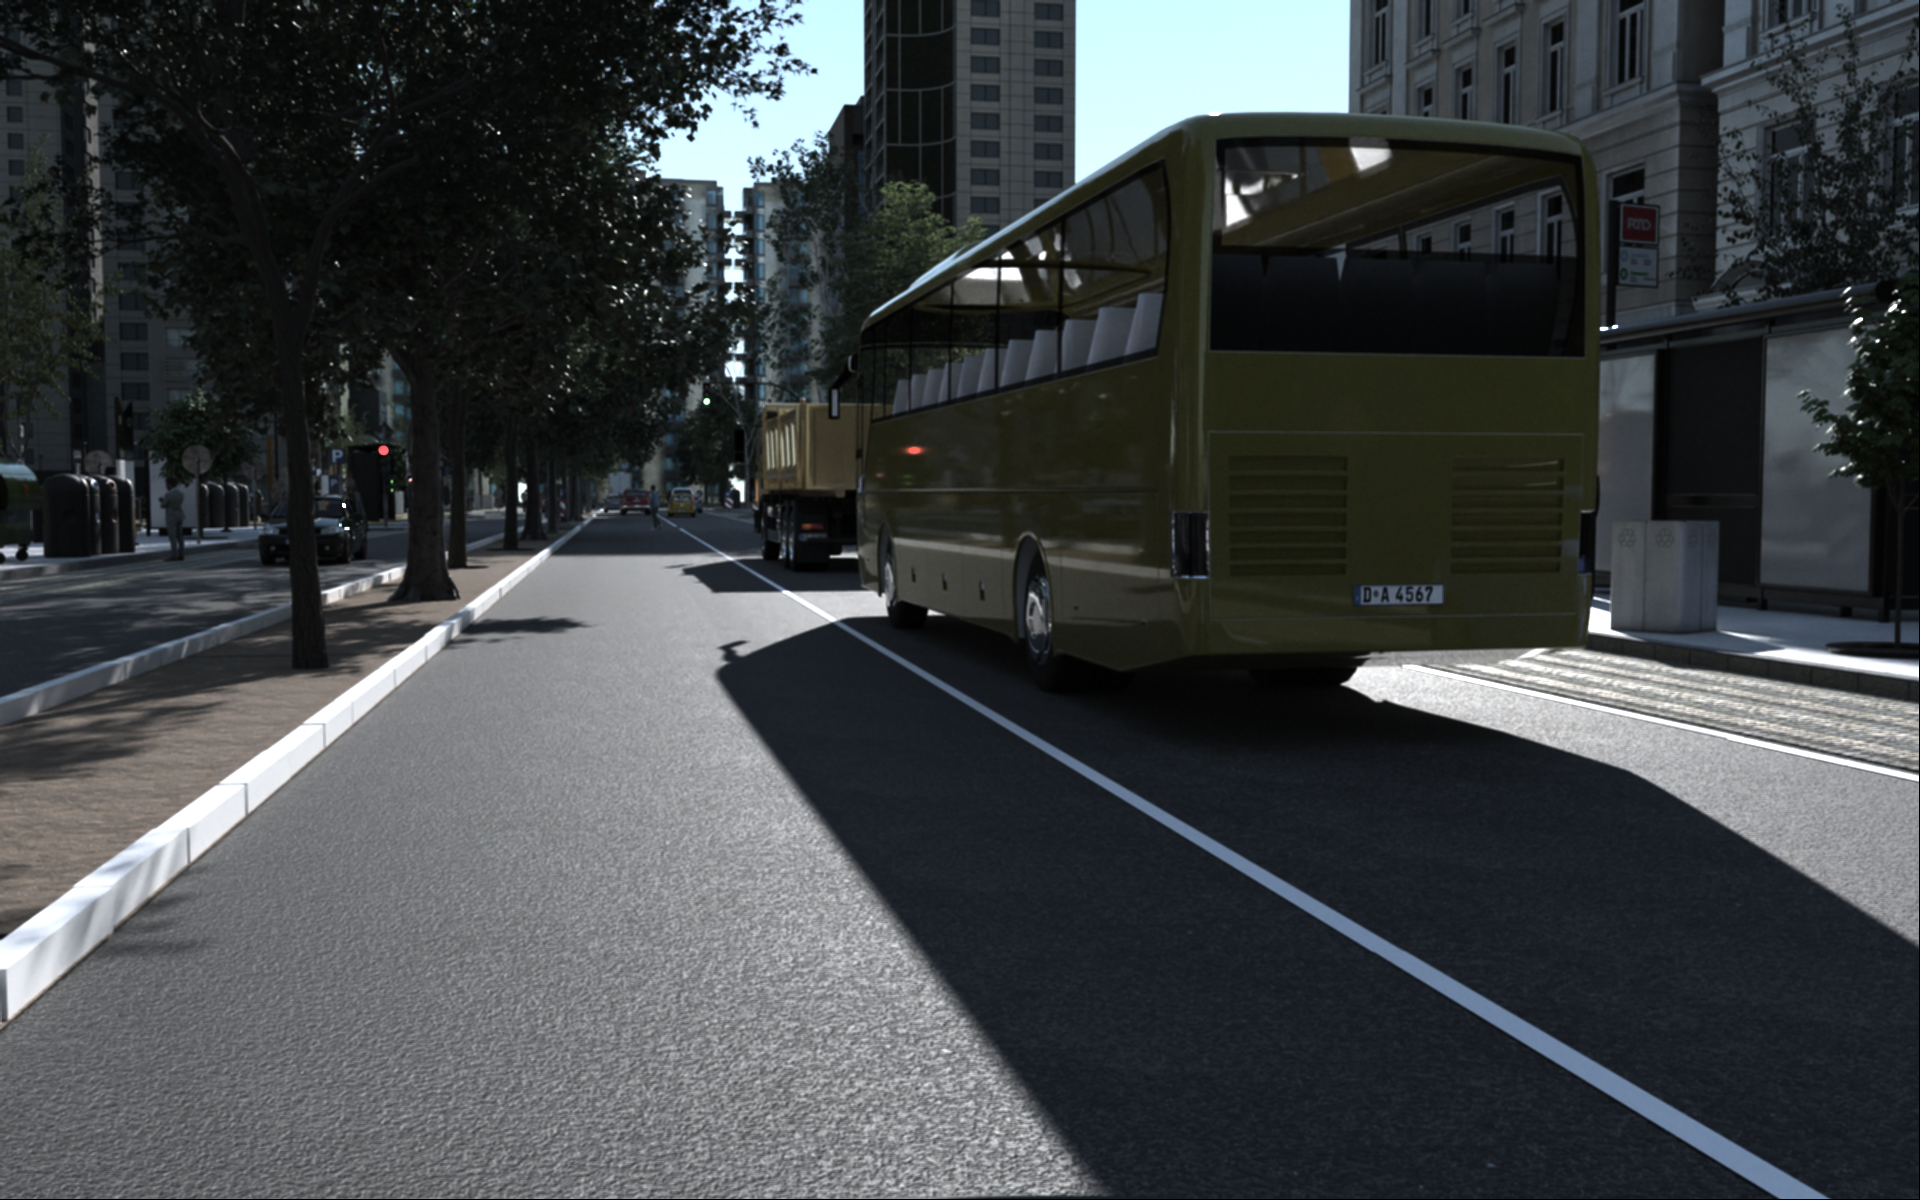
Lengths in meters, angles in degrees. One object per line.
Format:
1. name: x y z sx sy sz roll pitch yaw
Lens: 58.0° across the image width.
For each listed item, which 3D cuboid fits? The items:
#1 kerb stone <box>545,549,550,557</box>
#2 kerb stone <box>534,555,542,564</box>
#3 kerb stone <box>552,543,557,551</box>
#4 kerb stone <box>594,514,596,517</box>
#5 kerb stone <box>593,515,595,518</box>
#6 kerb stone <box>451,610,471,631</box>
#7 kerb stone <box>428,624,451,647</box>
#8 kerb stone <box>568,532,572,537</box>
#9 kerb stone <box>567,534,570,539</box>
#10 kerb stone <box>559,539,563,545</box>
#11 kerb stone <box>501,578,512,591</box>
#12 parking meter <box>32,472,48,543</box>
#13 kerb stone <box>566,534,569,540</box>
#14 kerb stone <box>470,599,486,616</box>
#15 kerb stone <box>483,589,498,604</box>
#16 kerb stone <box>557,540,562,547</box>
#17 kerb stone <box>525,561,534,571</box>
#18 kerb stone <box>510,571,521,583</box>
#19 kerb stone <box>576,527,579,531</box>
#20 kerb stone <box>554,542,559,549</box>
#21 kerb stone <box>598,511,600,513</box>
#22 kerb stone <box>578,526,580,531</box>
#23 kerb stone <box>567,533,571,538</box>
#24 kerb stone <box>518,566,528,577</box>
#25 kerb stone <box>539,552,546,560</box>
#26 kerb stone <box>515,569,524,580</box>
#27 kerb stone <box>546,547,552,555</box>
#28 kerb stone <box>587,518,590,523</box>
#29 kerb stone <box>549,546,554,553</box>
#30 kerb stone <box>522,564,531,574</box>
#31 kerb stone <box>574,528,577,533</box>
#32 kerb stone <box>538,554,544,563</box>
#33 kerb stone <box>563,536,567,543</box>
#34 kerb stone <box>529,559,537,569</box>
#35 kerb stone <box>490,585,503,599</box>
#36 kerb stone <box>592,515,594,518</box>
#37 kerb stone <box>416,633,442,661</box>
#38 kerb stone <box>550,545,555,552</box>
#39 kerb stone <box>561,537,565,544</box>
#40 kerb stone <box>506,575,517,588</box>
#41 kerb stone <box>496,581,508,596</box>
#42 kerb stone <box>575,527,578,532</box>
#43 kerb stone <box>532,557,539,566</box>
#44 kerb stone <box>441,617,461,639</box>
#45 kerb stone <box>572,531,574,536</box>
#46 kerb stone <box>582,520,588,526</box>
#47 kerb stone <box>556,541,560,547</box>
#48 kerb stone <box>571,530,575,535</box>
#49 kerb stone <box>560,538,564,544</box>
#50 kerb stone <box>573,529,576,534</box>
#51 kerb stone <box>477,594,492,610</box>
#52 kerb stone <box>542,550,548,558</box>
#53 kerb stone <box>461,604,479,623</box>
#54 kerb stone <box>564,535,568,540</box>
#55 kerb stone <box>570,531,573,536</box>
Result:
1. kerb stone: -9.222 -0.989 38.371 0.120 0.150 1.000 -1 4 -11
2. kerb stone: -8.431 -0.743 34.351 0.120 0.150 1.000 -1 4 -11
3. kerb stone: -10.000 -1.235 42.392 0.120 0.150 1.000 -1 4 -11
4. kerb stone: -21.098 -4.713 99.252 0.120 0.150 1.000 -1 4 -11
5. kerb stone: -20.517 -4.527 96.229 0.120 0.150 1.000 -1 4 -11
6. kerb stone: -5.289 0.241 18.255 0.120 0.150 1.000 -1 4 -11
7. kerb stone: -4.906 0.364 16.243 0.120 0.150 1.000 -1 4 -11
8. kerb stone: -12.361 -1.971 54.488 0.120 0.150 1.000 -1 4 -11
9. kerb stone: -11.972 -1.848 52.476 0.120 0.150 1.000 -1 4 -11
10. kerb stone: -10.792 -1.482 46.418 0.120 0.150 1.000 -1 4 -11
11. kerb stone: -6.667 -0.189 25.292 0.120 0.150 1.000 -1 4 -11
12. parking meter: -24.256 -2.446 45.696 0.399 1.863 0.255 -3 5 -43
13. kerb stone: -11.778 -1.790 51.470 0.120 0.150 1.000 -1 4 -11
14. kerb stone: -5.682 0.120 20.266 0.120 0.150 1.000 -1 4 -11
15. kerb stone: -6.078 -0.005 22.271 0.120 0.150 1.000 -1 4 -11
16. kerb stone: -10.589 -1.420 45.415 0.120 0.150 1.000 -1 4 -11
17. kerb stone: -7.839 -0.559 31.328 0.120 0.150 1.000 -1 4 -11
18. kerb stone: -7.055 -0.312 27.299 0.120 0.150 1.000 -1 4 -11
19. kerb stone: -13.931 -2.466 62.540 0.120 0.150 1.000 -1 4 -11
20. kerb stone: -10.201 -1.297 43.394 0.120 0.150 1.000 -1 4 -11
21. kerb stone: -24.241 -5.695 115.349 0.120 0.150 1.000 -1 4 -11
22. kerb stone: -14.325 -2.590 64.547 0.120 0.150 1.000 -1 4 -11
23. kerb stone: -12.170 -1.913 53.481 0.120 0.150 1.000 -1 4 -11
24. kerb stone: -7.453 -0.436 29.321 0.120 0.150 1.000 -1 4 -11
25. kerb stone: -8.822 -0.867 36.364 0.120 0.150 1.000 -1 4 -11
26. kerb stone: -7.255 -0.374 28.318 0.120 0.150 1.000 -1 4 -11
27. kerb stone: -9.414 -1.051 39.375 0.120 0.150 1.000 -1 4 -11
28. kerb stone: -18.160 -3.790 84.163 0.120 0.150 1.000 -1 4 -11
29. kerb stone: -9.611 -1.112 40.381 0.120 0.150 1.000 -1 4 -11
30. kerb stone: -7.651 -0.497 30.323 0.120 0.150 1.000 -1 4 -11
31. kerb stone: -13.545 -2.340 60.531 0.120 0.150 1.000 -1 4 -11
32. kerb stone: -8.637 -0.805 35.359 0.120 0.150 1.000 -1 4 -11
33. kerb stone: -11.376 -1.667 49.447 0.120 0.150 1.000 -1 4 -11
34. kerb stone: -8.036 -0.619 32.331 0.120 0.150 1.000 -1 4 -11
35. kerb stone: -6.279 -0.066 23.280 0.120 0.150 1.000 -1 4 -11
36. kerb stone: -20.114 -4.402 94.212 0.120 0.150 1.000 -1 4 -11
37. kerb stone: -4.700 0.429 15.242 0.120 0.150 1.000 -1 4 -11
38. kerb stone: -9.809 -1.174 41.388 0.120 0.150 1.000 -1 4 -11
39. kerb stone: -11.188 -1.603 48.434 0.120 0.150 1.000 -1 4 -11
40. kerb stone: -6.858 -0.250 26.296 0.120 0.150 1.000 -1 4 -11
41. kerb stone: -6.464 -0.128 24.290 0.120 0.150 1.000 -1 4 -11
42. kerb stone: -13.737 -2.406 61.537 0.120 0.150 1.000 -1 4 -11
43. kerb stone: -8.238 -0.677 33.344 0.120 0.150 1.000 -1 4 -11
44. kerb stone: -5.099 0.303 17.246 0.120 0.150 1.000 -1 4 -11
45. kerb stone: -12.755 -2.098 56.502 0.120 0.150 1.000 -1 4 -11
46. kerb stone: -16.970 -3.421 78.121 0.120 0.150 1.000 -1 4 -11
47. kerb stone: -10.392 -1.355 44.401 0.120 0.150 1.000 -1 4 -11
48. kerb stone: -12.955 -2.160 57.504 0.120 0.150 1.000 -1 4 -11
49. kerb stone: -10.986 -1.543 47.426 0.120 0.150 1.000 -1 4 -11
50. kerb stone: -13.146 -2.216 58.512 0.120 0.150 1.000 -1 4 -11
51. kerb stone: -5.875 0.057 21.270 0.120 0.150 1.000 -1 4 -11
52. kerb stone: -9.025 -0.928 37.368 0.120 0.150 1.000 -1 4 -11
53. kerb stone: -5.485 0.180 19.258 0.120 0.150 1.000 -1 4 -11
54. kerb stone: -11.570 -1.728 50.454 0.120 0.150 1.000 -1 4 -11
55. kerb stone: -12.555 -2.036 55.492 0.120 0.150 1.000 -1 4 -11
